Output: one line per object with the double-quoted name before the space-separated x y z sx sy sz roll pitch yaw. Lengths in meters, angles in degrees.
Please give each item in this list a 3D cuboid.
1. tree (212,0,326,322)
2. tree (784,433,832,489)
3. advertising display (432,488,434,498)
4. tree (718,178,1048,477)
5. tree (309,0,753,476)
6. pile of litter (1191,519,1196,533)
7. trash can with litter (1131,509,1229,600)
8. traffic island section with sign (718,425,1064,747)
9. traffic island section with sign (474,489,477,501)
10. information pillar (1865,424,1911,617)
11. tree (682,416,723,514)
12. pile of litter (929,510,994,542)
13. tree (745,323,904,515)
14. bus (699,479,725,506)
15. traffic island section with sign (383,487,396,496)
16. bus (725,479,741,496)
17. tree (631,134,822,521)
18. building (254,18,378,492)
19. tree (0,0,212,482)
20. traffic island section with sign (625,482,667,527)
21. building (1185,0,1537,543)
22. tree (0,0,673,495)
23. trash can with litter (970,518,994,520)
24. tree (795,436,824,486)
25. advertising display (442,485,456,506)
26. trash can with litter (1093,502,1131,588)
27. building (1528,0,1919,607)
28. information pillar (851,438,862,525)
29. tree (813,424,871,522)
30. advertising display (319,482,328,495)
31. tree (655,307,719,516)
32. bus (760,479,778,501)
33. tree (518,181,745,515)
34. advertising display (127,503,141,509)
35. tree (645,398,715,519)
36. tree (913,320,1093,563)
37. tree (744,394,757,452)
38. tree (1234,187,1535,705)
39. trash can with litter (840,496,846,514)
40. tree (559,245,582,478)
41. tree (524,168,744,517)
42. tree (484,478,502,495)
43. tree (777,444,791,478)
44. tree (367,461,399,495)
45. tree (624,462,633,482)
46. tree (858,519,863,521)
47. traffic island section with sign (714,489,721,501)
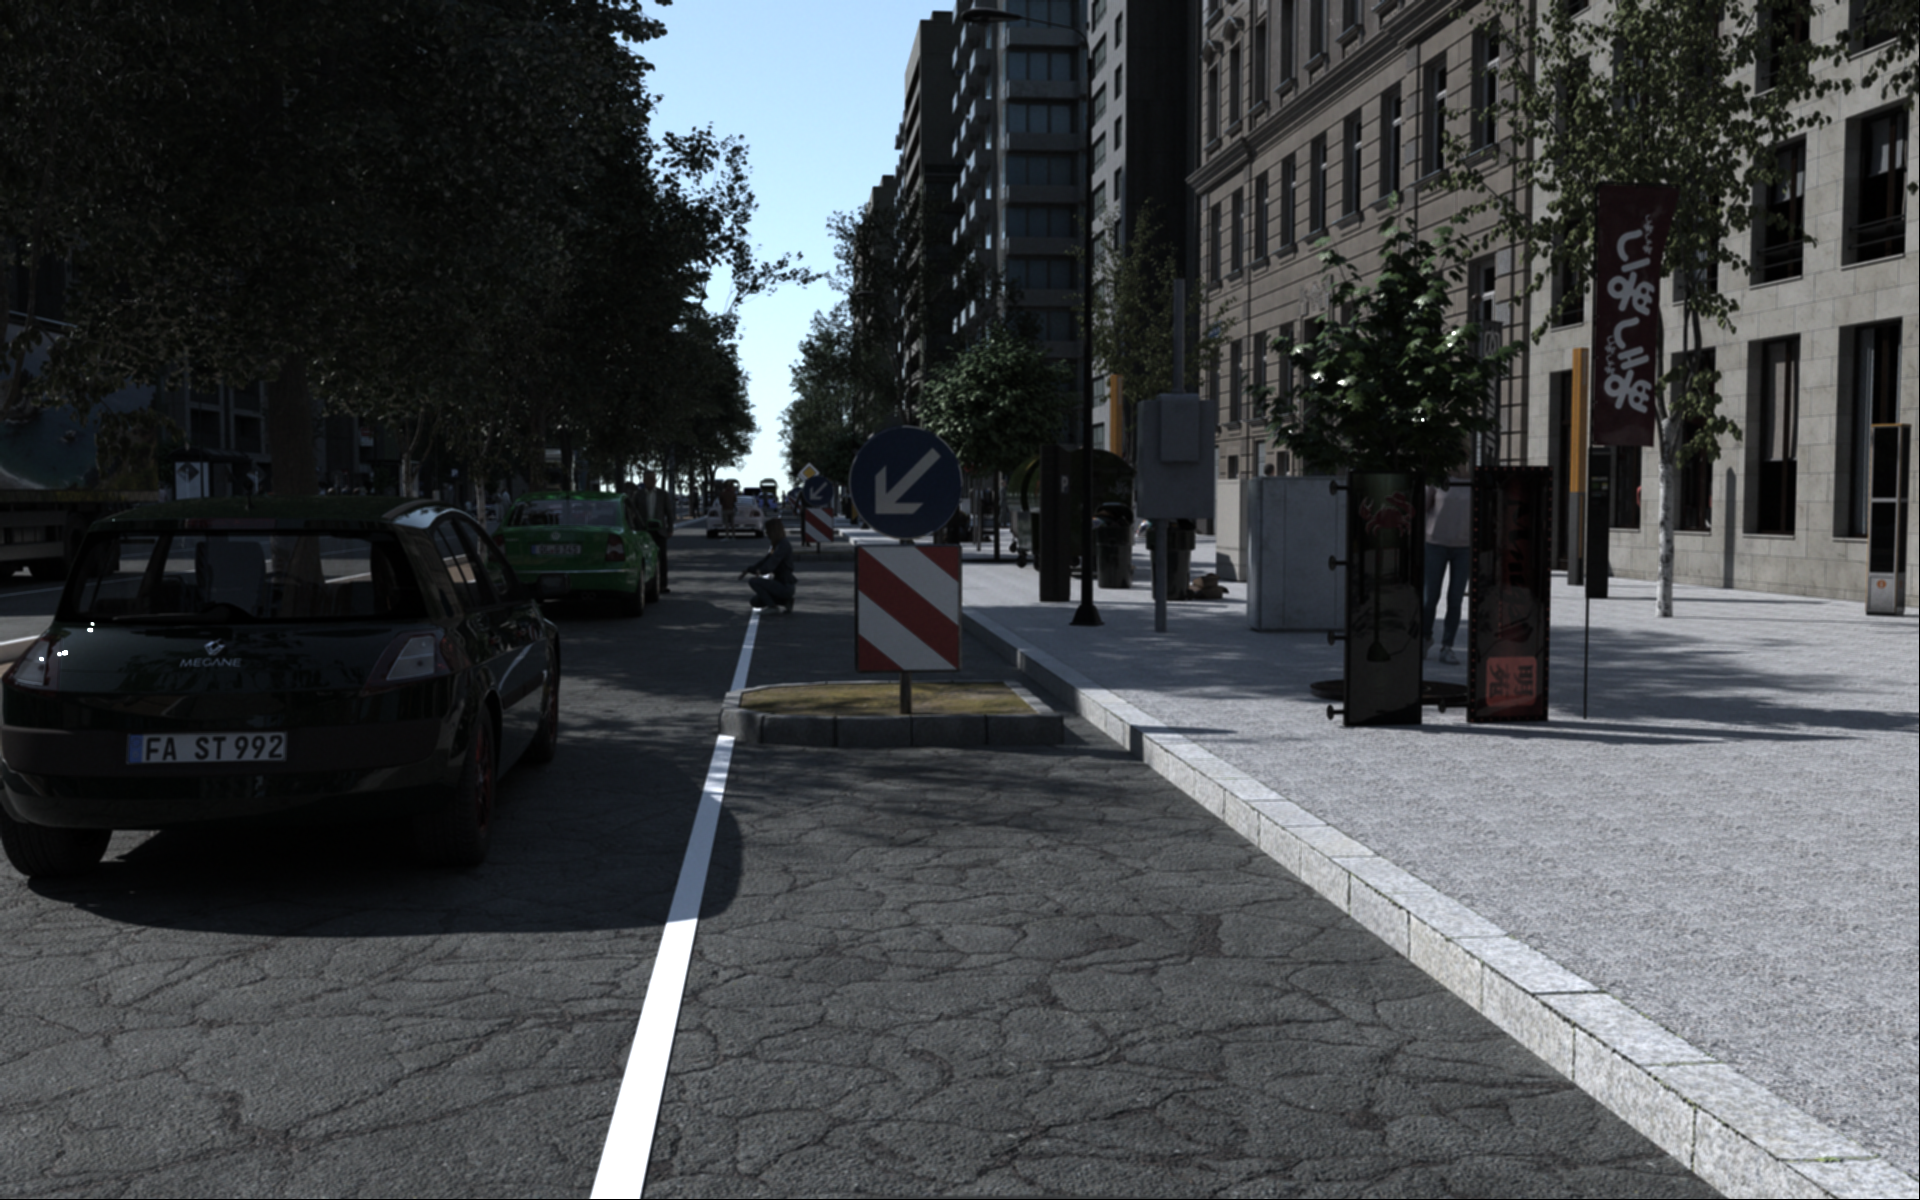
"tree" -8.467 -4.498 26.361 4.360 8.622 3.978 0 3 0
"tree" -20.275 -19.922 242.737 9.611 12.733 9.660 0 3 0
"advertising display" -42.583 -8.228 139.744 0.123 1.923 0.974 -2 4 -24
"tree" -1.197 -7.092 50.368 8.767 10.594 7.601 1 4 21
"tree" -9.435 -7.275 38.417 9.611 12.733 9.660 0 3 0
"pile of litter" 7.715 -2.714 58.342 1.176 0.858 1.719 2 4 27
"trash can with litter" 2.728 -0.596 21.128 1.055 1.170 0.624 -2 4 -32
"traffic island section with sign" -0.491 -0.132 10.783 1.989 1.847 2.006 0 4 -6
"traffic island section with sign" -32.861 -6.702 118.211 1.989 1.847 2.006 0 4 -6
"information pillar" 9.787 -0.842 18.264 0.304 2.012 0.304 3 5 45
"tree" -18.522 -10.501 124.505 4.737 8.622 4.395 0 3 0
"pile of litter" 0.060 -1.984 46.397 1.719 0.858 1.176 1 4 22
"tree" -6.901 -10.972 105.139 9.928 11.665 9.643 0 3 0
"bus" -29.472 -12.989 207.229 2.948 3.499 13.247 0 4 -6
"traffic island section with sign" -30.158 -5.062 91.391 1.989 1.847 2.006 0 4 -6
"bus" -36.979 -17.661 280.301 2.896 3.916 12.252 0 4 -7
"tree" -13.864 -14.162 89.892 12.611 20.169 13.585 0 3 0
"building" -52.029 -27.465 132.646 14.154 41.232 14.086 0 4 -6
"tree" -6.981 -3.613 11.889 4.360 8.622 3.978 0 3 0
"traffic island section with sign" -12.716 -3.770 69.778 2.006 1.907 1.989 0 4 -6
"building" 14.316 -15.009 42.657 12.463 27.353 25.104 0 4 -6
"tree" -7.435 -6.725 19.071 9.857 13.997 8.962 0 3 0
"trash can with litter" 1.568 -4.615 86.517 2.233 1.210 1.678 -1 4 -10
"tree" -19.107 -17.087 229.739 4.737 8.622 4.395 0 3 0
"advertising display" -36.139 -7.171 122.459 0.974 1.923 0.123 1 4 14
"trash can with litter" 2.102 -0.763 23.862 0.624 1.170 1.055 1 4 10
"building" 15.778 -10.197 21.472 10.420 20.320 16.860 0 4 -6
"information pillar" -4.290 -4.942 72.152 0.504 3.616 0.183 0 4 -6
"tree" -4.927 -5.866 79.621 4.285 4.588 4.351 0 3 0
"advertising display" -34.083 -5.313 92.086 0.974 1.923 0.123 1 4 12
"tree" -13.656 -8.683 78.842 8.767 10.594 7.601 0 4 -6
"bus" -30.335 -17.324 274.789 2.896 3.916 12.252 0 4 -5
"tree" -11.066 -7.338 48.186 9.928 11.665 9.643 0 3 0
"advertising display" -32.996 -3.911 69.162 0.123 1.923 0.974 0 4 -1
"tree" -15.912 -8.919 98.651 4.360 8.622 3.978 0 3 0
"tree" 0.787 -3.005 32.848 4.285 4.588 4.351 0 3 0
"tree" -16.296 -11.309 105.487 7.486 12.596 7.792 0 3 0
"tree" 2.791 -1.008 11.084 1.663 3.219 1.824 0 3 0
"trash can with litter" -6.860 -5.844 106.930 1.055 1.170 0.624 -2 4 -27
"tree" -8.592 -4.771 30.823 4.360 8.622 3.978 0 3 0
"tree" -11.452 -8.431 58.430 7.486 12.596 7.792 0 3 0
"tree" -38.477 -9.053 142.615 1.663 3.219 1.824 0 3 0
"tree" -25.373 -23.143 288.756 12.009 13.543 11.850 0 3 0
"tree" -33.313 -6.466 100.327 1.663 3.219 1.824 0 3 0
"tree" -47.886 -17.984 244.398 4.360 8.622 3.978 0 3 0
"tree" -4.523 -5.447 83.668 1.663 3.219 1.824 0 3 0
"traffic island section with sign" -20.274 -8.343 144.537 2.006 1.907 1.989 0 4 -6
